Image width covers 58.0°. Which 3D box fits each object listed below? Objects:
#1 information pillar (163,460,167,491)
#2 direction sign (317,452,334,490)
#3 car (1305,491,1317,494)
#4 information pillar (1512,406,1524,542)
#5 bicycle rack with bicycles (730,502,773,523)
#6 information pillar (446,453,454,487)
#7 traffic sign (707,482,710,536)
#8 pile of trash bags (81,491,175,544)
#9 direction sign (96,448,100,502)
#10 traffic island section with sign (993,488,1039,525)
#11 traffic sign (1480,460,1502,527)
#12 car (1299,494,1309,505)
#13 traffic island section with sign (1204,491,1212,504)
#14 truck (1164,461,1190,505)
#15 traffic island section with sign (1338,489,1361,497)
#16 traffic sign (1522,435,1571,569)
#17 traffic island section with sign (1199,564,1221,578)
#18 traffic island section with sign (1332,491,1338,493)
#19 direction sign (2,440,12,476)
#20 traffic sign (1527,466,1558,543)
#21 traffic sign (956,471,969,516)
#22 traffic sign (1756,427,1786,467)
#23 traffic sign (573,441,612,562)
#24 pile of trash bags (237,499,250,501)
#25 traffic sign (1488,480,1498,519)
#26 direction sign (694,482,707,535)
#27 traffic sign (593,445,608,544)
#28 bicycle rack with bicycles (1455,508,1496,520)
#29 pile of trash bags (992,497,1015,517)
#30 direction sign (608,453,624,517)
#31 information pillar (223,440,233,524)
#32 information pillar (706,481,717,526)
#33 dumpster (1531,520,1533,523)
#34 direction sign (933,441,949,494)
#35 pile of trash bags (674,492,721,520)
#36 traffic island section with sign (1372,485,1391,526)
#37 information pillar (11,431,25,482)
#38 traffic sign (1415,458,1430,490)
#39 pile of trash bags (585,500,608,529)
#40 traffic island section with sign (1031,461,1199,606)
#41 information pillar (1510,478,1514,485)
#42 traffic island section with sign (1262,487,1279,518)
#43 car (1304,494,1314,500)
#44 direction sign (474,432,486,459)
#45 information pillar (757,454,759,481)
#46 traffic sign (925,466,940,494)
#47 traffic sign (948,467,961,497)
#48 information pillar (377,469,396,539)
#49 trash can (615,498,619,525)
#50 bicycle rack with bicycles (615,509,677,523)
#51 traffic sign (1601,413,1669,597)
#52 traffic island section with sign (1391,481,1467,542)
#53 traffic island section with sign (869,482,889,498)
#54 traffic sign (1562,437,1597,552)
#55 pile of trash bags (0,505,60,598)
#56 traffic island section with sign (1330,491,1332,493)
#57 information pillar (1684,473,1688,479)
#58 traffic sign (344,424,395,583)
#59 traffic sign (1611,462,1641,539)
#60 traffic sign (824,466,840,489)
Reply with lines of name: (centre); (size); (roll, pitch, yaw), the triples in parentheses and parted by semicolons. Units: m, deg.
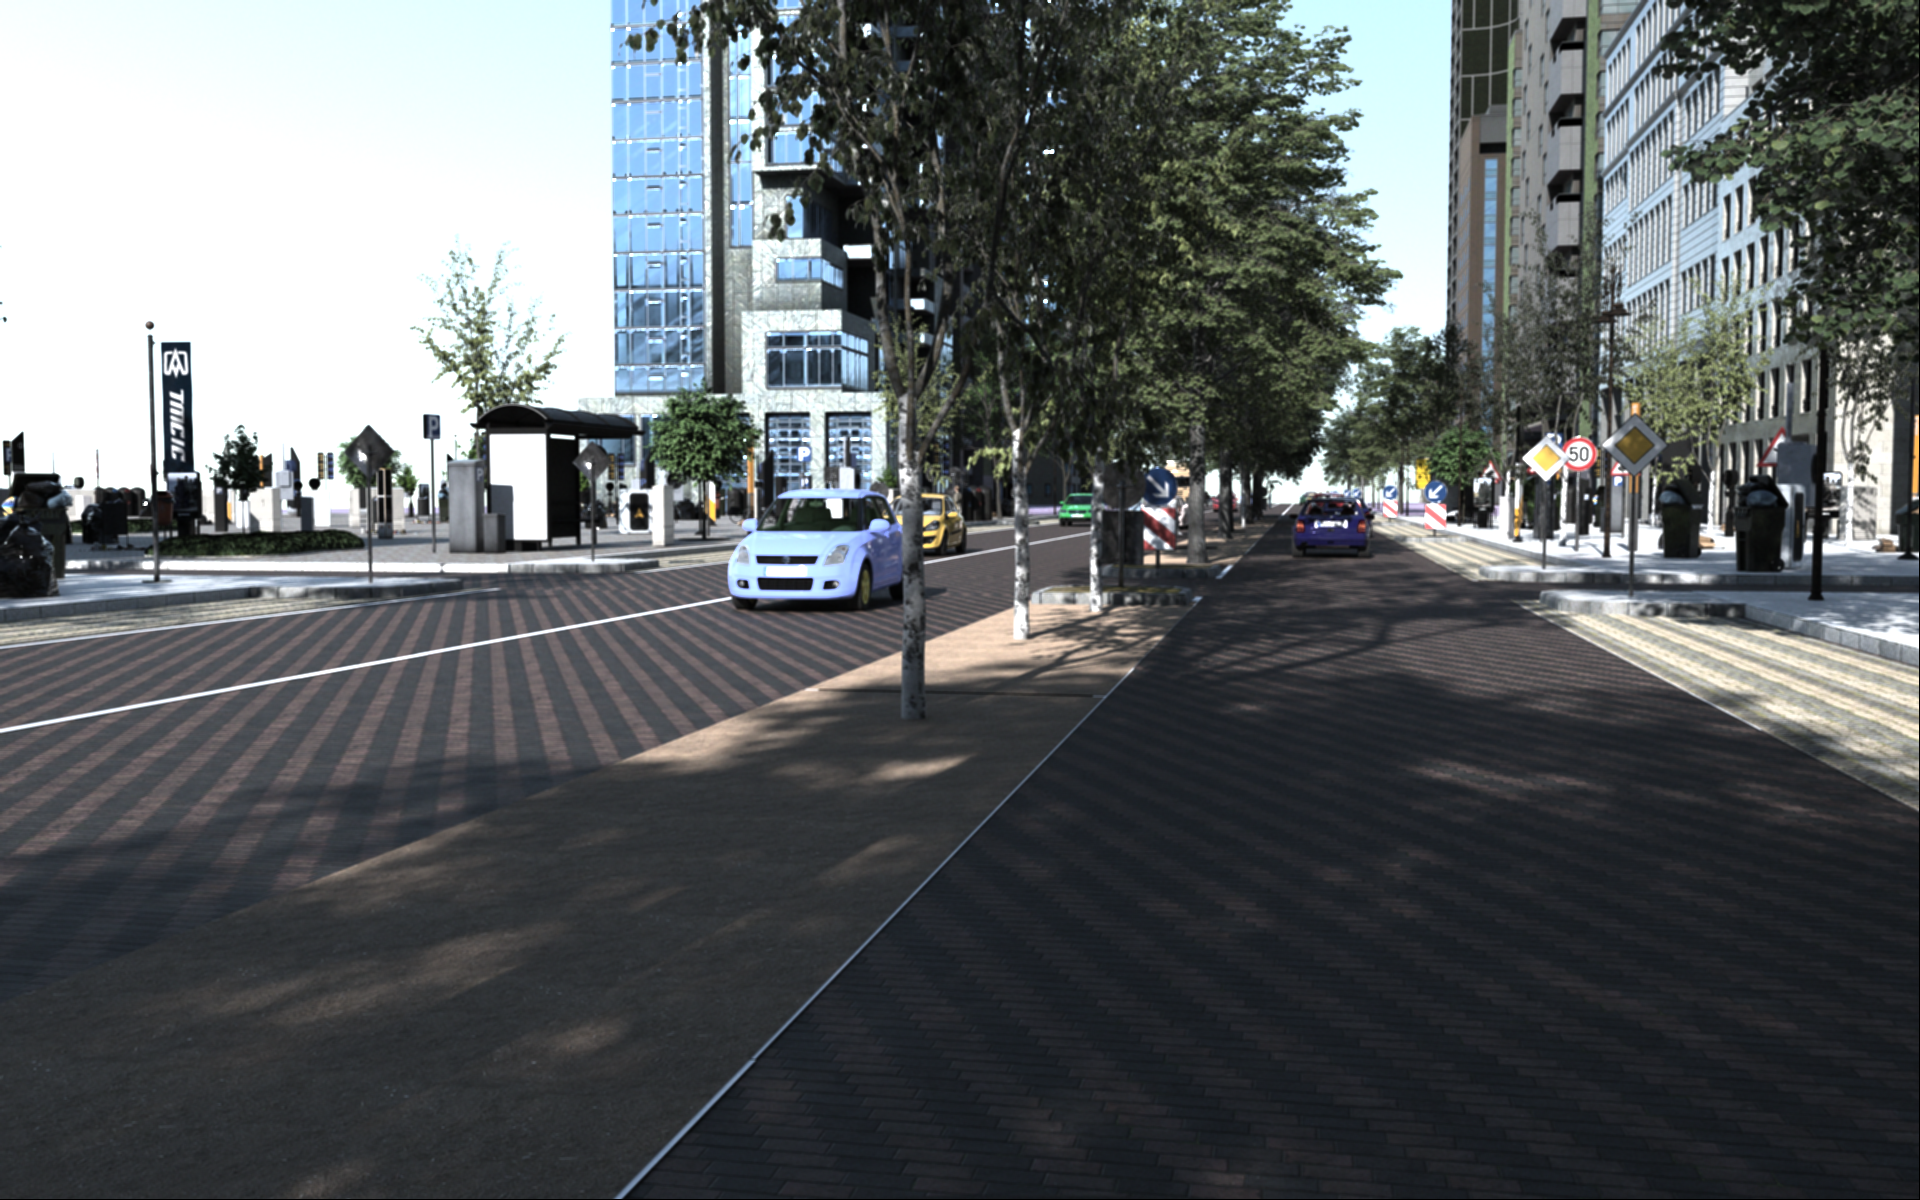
information pillar: (-54.418, -7.792, 118.757); (0.504, 3.616, 0.183); (1, 4, 16)
direction sign: (-34.347, -6.229, 93.834); (0.876, 3.537, 0.379); (0, 4, 2)
car: (49.138, -14.316, 242.738); (2.281, 1.827, 5.304); (1, 4, 9)
information pillar: (14.933, -3.356, 46.224); (0.183, 3.616, 0.504); (2, 4, 32)
bicycle rack with bicycles: (-8.742, -3.869, 76.642); (2.925, 0.926, 2.852); (0, 4, 0)
information pillar: (-28.897, -6.540, 98.278); (0.183, 3.616, 0.504); (3, 5, 39)
traffic sign: (-7.649, -3.210, 52.586); (0.768, 2.556, 0.104); (1, 4, 16)
pile of trash bags: (-22.397, -2.177, 45.348); (3.447, 1.369, 1.912); (-1, 4, -15)
direction sign: (-42.857, -5.759, 86.160); (0.379, 3.537, 0.876); (-2, 4, -30)
traffic island section with sign: (2.695, -4.468, 81.687); (1.989, 1.847, 2.006); (1, 4, 11)
traffic sign: (20.315, -4.062, 66.411); (0.884, 2.594, 0.081); (1, 4, 20)
car: (44.880, -12.974, 223.925); (2.131, 1.459, 4.920); (1, 4, 13)
traffic island section with sign: (33.669, -14.025, 237.943); (1.989, 1.847, 2.006); (1, 4, 11)
truck: (18.879, -9.761, 148.506); (2.839, 4.237, 11.283); (1, 4, 10)
traffic island section with sign: (28.992, -7.247, 127.119); (1.989, 1.847, 2.006); (1, 4, 11)
traffic sign: (9.948, -1.578, 29.449); (0.795, 2.450, 0.064); (1, 4, 11)
traffic island section with sign: (3.542, -1.365, 30.447); (2.006, 1.907, 1.989); (1, 4, 11)
traffic island section with sign: (34.315, -8.891, 153.998); (1.989, 1.847, 2.006); (1, 4, 11)
direction sign: (-39.923, -4.957, 73.050); (0.379, 3.537, 0.876); (2, 4, 25)
traffic sign: (15.396, -2.801, 45.806); (0.884, 2.594, 0.081); (1, 4, 12)
traffic sign: (0.093, -4.615, 77.586); (0.606, 2.300, 0.079); (1, 4, 19)
traffic sign: (15.887, -2.052, 33.559); (0.884, 2.594, 0.081); (1, 4, 14)
traffic sign: (-6.964, -1.784, 32.811); (0.795, 2.450, 0.064); (1, 4, 11)
pile of trash bags: (-41.330, -5.562, 100.686); (3.447, 1.369, 1.912); (-2, 4, -30)
traffic sign: (25.554, -5.119, 83.702); (0.884, 2.594, 0.081); (1, 4, 20)
direction sign: (-8.183, -3.822, 54.494); (0.379, 3.537, 0.876); (-2, 4, -29)
traffic sign: (-9.373, -2.709, 44.401); (0.768, 2.556, 0.104); (1, 4, 15)
bicycle rack with bicycles: (25.402, -4.495, 86.879); (2.925, 0.926, 2.852); (-1, 4, -11)
pile of trash bags: (1.553, -5.385, 97.789); (3.447, 1.369, 1.912); (-1, 4, -9)
direction sign: (-19.156, -6.395, 96.552); (0.876, 3.537, 0.379); (-2, 4, -25)
information pillar: (-31.720, -5.114, 74.975); (0.504, 3.616, 0.183); (3, 5, 43)
information pillar: (-10.077, -4.798, 69.806); (0.504, 3.616, 0.183); (1, 4, 11)
dumpster: (24.566, -4.263, 75.459); (1.264, 1.857, 1.865); (1, 4, 11)
direction sign: (-0.811, -5.025, 74.149); (0.876, 3.537, 0.379); (3, 4, 37)
pile of trash bags: (-13.256, -4.712, 86.787); (1.912, 1.369, 3.447); (2, 4, 35)
traffic island section with sign: (19.351, -4.273, 78.493); (1.989, 1.847, 2.006); (1, 4, 11)
information pillar: (-34.677, -4.433, 63.832); (0.183, 3.616, 0.504); (2, 4, 29)
traffic sign: (26.638, -6.302, 96.905); (2.265, 3.308, 0.079); (1, 4, 14)
pile of trash bags: (-14.854, -3.376, 64.958); (3.447, 1.369, 1.912); (0, 4, 2)
traffic island section with sign: (2.092, -0.920, 23.183); (2.006, 1.907, 1.989); (1, 4, 11)
information pillar: (25.253, -4.556, 78.987); (0.304, 2.012, 0.304); (-2, 4, -28)
traffic island section with sign: (18.147, -5.873, 104.158); (2.006, 1.907, 1.989); (1, 4, 11)
car: (36.351, -10.240, 177.646); (2.015, 1.641, 3.980); (1, 4, 11)
direction sign: (-17.468, -4.352, 63.154); (0.379, 3.537, 0.876); (-3, 5, -43)
information pillar: (-11.915, -6.773, 102.085); (0.183, 3.616, 0.504); (-1, 4, -9)
traffic sign: (-1.166, -4.666, 76.388); (0.768, 2.556, 0.104); (1, 4, 14)
traffic sign: (-0.271, -4.910, 80.380); (0.768, 2.556, 0.104); (1, 4, 19)
information pillar: (-16.573, -2.778, 49.914); (0.304, 2.012, 0.304); (2, 4, 26)
trash can: (-13.377, -3.508, 69.008); (0.748, 1.137, 0.748); (0, 3, 0)
bicycle rack with bicycles: (-14.024, -3.942, 77.827); (2.925, 0.926, 2.852); (-1, 4, -22)
traffic sign: (8.395, -1.099, 21.616); (0.795, 2.450, 0.064); (1, 4, 11)
traffic island section with sign: (14.117, -2.656, 52.049); (1.989, 1.847, 2.006); (1, 4, 11)
traffic island section with sign: (-2.638, -2.821, 54.755); (1.989, 1.847, 2.006); (1, 4, 11)
traffic sign: (13.787, -2.357, 38.635); (0.768, 2.556, 0.104); (1, 4, 18)
pile of trash bags: (-13.120, -0.727, 21.635); (3.447, 1.369, 1.912); (-1, 4, -19)
traffic island section with sign: (45.141, -12.227, 208.544); (1.989, 1.847, 2.006); (1, 4, 11)
information pillar: (25.735, -3.461, 61.077); (0.304, 2.012, 0.304); (0, 4, -4)
traffic sign: (-8.517, -1.305, 24.978); (0.795, 2.450, 0.064); (1, 4, 11)
traffic sign: (19.136, -3.054, 49.931); (0.884, 2.594, 0.081); (1, 4, 13)
traffic sign: (-4.737, -3.791, 64.118); (0.606, 2.300, 0.079); (1, 4, 14)
